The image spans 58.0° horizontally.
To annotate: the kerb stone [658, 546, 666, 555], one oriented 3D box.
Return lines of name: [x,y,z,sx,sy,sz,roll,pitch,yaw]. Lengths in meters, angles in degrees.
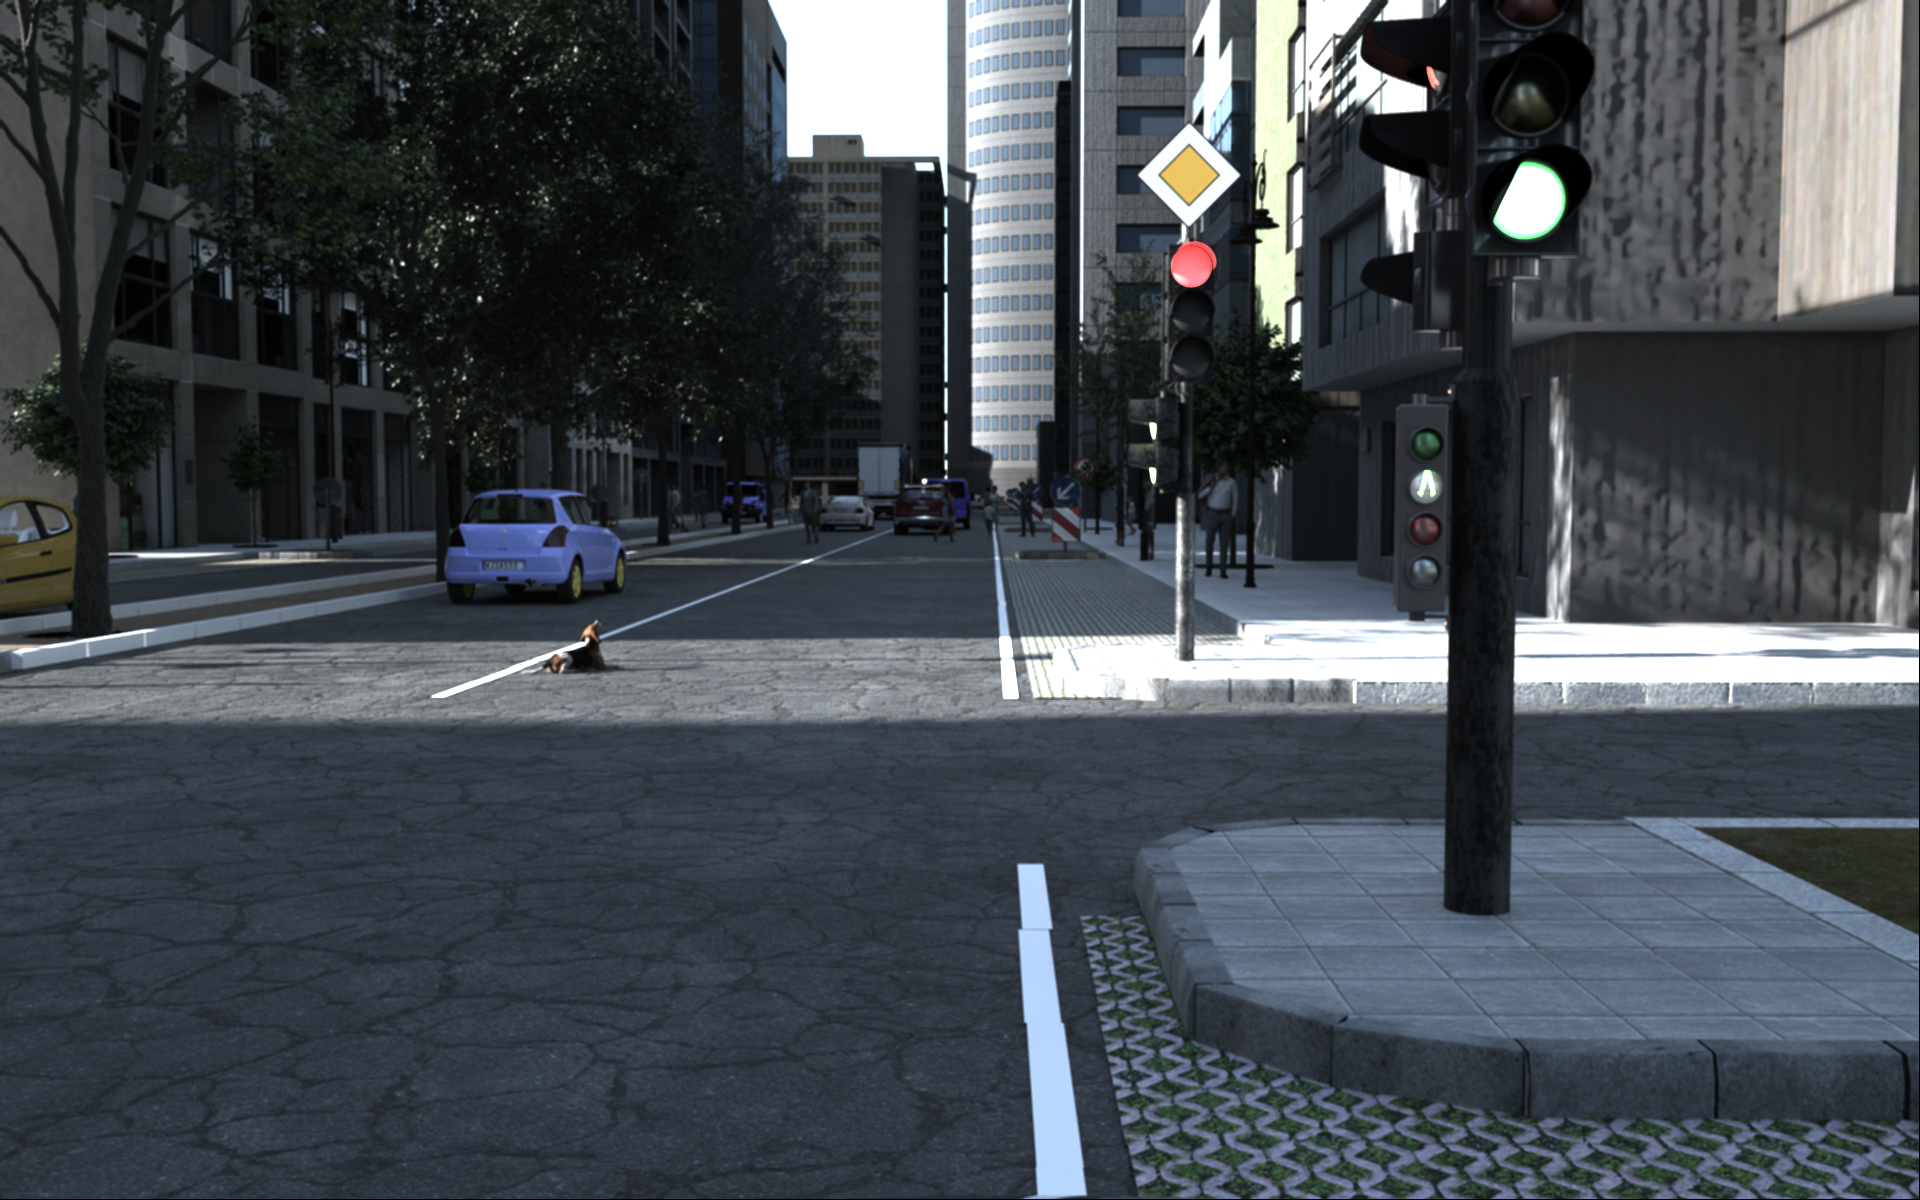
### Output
kerb stone: [-7.205,-1.163,41.233,0.120,0.150,1.000,0,4,1]

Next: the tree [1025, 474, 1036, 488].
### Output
tree: [6.627,-10.464,165.688,1.663,3.219,1.824,0,3,0]

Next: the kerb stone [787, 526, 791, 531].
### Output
kerb stone: [-6.755,-2.731,66.860,0.120,0.150,1.000,0,4,1]

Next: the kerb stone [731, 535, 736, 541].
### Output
kerb stone: [-7.006,-1.854,52.500,0.120,0.150,1.000,0,4,1]

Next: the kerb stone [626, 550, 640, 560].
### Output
kerb stone: [-7.261,-0.977,38.162,0.120,0.150,1.000,0,4,1]

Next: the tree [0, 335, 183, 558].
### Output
tree: [-17.344,-3.132,34.919,4.285,4.588,4.351,0,3,0]

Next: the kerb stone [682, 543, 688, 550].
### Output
kerb stone: [-7.159,-1.352,44.303,0.120,0.150,1.000,0,4,1]

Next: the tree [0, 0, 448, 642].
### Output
tree: [-8.588,-5.422,16.862,9.928,11.665,9.643,0,3,0]

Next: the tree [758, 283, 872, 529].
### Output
tree: [-7.667,-8.159,70.261,8.767,10.594,7.601,0,4,1]

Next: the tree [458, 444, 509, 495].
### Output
tree: [-16.405,-3.926,58.791,1.663,3.219,1.824,0,3,0]

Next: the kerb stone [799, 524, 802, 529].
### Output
kerb stone: [-6.684,-2.983,70.962,0.120,0.150,1.000,0,4,1]

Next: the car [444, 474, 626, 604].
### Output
car: [-5.783,-0.880,23.982,1.945,1.707,3.694,0,4,2]

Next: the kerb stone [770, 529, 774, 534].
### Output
kerb stone: [-6.846,-2.418,61.735,0.120,0.150,1.000,0,4,1]

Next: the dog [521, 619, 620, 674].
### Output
dog: [-3.161,0.375,14.057,0.748,0.427,0.550,0,4,-5]

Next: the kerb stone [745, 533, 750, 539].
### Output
kerb stone: [-6.959,-2.041,55.573,0.120,0.150,1.000,0,4,1]

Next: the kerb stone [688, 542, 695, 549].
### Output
kerb stone: [-7.139,-1.415,45.325,0.120,0.150,1.000,0,4,1]

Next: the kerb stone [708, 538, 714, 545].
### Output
kerb stone: [-7.081,-1.603,48.402,0.120,0.150,1.000,0,4,1]

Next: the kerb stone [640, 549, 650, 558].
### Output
kerb stone: [-7.239,-1.039,39.184,0.120,0.150,1.000,0,4,1]

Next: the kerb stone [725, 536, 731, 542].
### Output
kerb stone: [-7.020,-1.784,51.473,0.120,0.150,1.000,0,4,1]

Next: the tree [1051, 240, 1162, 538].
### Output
tree: [4.767,-6.139,50.731,4.737,8.622,4.395,0,3,0]

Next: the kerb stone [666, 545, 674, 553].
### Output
kerb stone: [-7.183,-1.227,42.255,0.120,0.150,1.000,0,4,1]

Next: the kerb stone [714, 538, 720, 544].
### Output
kerb stone: [-7.062,-1.666,49.427,0.120,0.150,1.000,0,4,1]

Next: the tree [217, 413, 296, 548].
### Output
tree: [-16.982,-2.878,41.656,1.663,3.219,1.824,0,3,0]

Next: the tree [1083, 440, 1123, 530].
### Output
tree: [5.152,-4.167,62.735,1.663,3.219,1.824,0,3,0]

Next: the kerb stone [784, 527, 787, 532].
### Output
kerb stone: [-6.780,-2.669,65.838,0.120,0.150,1.000,0,4,1]

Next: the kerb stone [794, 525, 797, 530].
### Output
kerb stone: [-6.722,-2.858,68.918,0.120,0.150,1.000,0,4,1]

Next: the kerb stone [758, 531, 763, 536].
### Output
kerb stone: [-6.890,-2.229,58.645,0.120,0.150,1.000,0,4,1]

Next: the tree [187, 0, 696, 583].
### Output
tree: [-8.186,-5.553,27.666,8.767,10.594,7.601,0,4,1]

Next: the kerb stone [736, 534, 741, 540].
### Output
kerb stone: [-6.993,-1.916,53.525,0.120,0.150,1.000,0,4,1]

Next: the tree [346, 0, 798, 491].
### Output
tree: [-8.435,-7.146,36.296,9.611,12.733,9.660,0,3,0]

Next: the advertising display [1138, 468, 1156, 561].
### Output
advertising display: [3.635,-1.735,33.579,0.123,1.923,0.974,1,4,20]

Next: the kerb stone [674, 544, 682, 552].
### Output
kerb stone: [-7.169,-1.289,43.277,0.120,0.150,1.000,0,4,1]

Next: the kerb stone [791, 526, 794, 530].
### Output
kerb stone: [-6.740,-2.791,67.889,0.120,0.150,1.000,0,4,1]

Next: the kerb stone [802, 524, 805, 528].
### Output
kerb stone: [-6.666,-3.037,71.984,0.120,0.150,1.000,0,4,1]

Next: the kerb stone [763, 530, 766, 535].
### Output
kerb stone: [-6.895,-2.292,59.667,0.120,0.150,1.000,0,4,1]

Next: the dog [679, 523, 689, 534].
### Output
dog: [-9.844,-2.580,62.370,0.748,0.427,0.550,-2,4,-33]

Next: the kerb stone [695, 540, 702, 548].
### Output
kerb stone: [-7.110,-1.476,46.350,0.120,0.150,1.000,0,4,1]

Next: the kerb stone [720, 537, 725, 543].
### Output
kerb stone: [-7.051,-1.728,50.451,0.120,0.150,1.000,0,4,1]

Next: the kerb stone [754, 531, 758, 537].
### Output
kerb stone: [-6.926,-2.167,57.618,0.120,0.150,1.000,0,4,1]

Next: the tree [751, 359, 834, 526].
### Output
tree: [-7.515,-7.558,76.388,4.360,8.622,3.978,0,3,0]

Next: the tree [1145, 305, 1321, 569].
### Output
tree: [4.817,-2.852,30.339,4.285,4.588,4.351,0,3,0]

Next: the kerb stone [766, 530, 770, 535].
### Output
kerb stone: [-6.864,-2.345,60.696,0.120,0.150,1.000,0,4,1]

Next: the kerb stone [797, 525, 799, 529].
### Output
kerb stone: [-6.712,-2.920,69.940,0.120,0.150,1.000,0,4,1]

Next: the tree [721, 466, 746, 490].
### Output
tree: [-15.534,-7.588,118.660,1.663,3.219,1.824,0,3,0]

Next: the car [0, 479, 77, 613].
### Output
car: [-11.054,-0.537,19.012,2.015,1.641,3.980,0,4,0]

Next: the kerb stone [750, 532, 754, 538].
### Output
kerb stone: [-6.932,-2.101,56.596,0.120,0.150,1.000,0,4,1]

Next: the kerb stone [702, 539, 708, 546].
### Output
kerb stone: [-7.108,-1.540,47.372,0.120,0.150,1.000,0,4,1]

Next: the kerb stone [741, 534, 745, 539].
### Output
kerb stone: [-6.968,-1.975,54.551,0.120,0.150,1.000,0,4,1]

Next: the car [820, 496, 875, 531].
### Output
car: [-4.419,-3.399,67.930,2.083,1.381,4.827,0,4,2]

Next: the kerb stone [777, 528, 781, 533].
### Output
kerb stone: [-6.819,-2.543,63.785,0.120,0.150,1.000,0,4,1]

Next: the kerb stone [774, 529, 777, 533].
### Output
kerb stone: [-6.832,-2.481,62.757,0.120,0.150,1.000,0,4,1]

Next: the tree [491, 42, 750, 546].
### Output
tree: [-8.139,-8.216,47.158,12.009,13.543,11.850,0,3,0]

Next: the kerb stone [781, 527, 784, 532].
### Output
kerb stone: [-6.794,-2.602,64.814,0.120,0.150,1.000,0,4,1]

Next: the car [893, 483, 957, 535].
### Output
car: [-1.262,-3.294,62.525,2.281,1.827,5.304,0,4,2]

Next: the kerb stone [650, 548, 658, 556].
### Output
kerb stone: [-7.229,-1.102,40.209,0.120,0.150,1.000,0,4,1]

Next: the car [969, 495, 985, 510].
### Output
car: [1.258,-9.052,160.365,2.083,1.381,4.827,0,4,3]
